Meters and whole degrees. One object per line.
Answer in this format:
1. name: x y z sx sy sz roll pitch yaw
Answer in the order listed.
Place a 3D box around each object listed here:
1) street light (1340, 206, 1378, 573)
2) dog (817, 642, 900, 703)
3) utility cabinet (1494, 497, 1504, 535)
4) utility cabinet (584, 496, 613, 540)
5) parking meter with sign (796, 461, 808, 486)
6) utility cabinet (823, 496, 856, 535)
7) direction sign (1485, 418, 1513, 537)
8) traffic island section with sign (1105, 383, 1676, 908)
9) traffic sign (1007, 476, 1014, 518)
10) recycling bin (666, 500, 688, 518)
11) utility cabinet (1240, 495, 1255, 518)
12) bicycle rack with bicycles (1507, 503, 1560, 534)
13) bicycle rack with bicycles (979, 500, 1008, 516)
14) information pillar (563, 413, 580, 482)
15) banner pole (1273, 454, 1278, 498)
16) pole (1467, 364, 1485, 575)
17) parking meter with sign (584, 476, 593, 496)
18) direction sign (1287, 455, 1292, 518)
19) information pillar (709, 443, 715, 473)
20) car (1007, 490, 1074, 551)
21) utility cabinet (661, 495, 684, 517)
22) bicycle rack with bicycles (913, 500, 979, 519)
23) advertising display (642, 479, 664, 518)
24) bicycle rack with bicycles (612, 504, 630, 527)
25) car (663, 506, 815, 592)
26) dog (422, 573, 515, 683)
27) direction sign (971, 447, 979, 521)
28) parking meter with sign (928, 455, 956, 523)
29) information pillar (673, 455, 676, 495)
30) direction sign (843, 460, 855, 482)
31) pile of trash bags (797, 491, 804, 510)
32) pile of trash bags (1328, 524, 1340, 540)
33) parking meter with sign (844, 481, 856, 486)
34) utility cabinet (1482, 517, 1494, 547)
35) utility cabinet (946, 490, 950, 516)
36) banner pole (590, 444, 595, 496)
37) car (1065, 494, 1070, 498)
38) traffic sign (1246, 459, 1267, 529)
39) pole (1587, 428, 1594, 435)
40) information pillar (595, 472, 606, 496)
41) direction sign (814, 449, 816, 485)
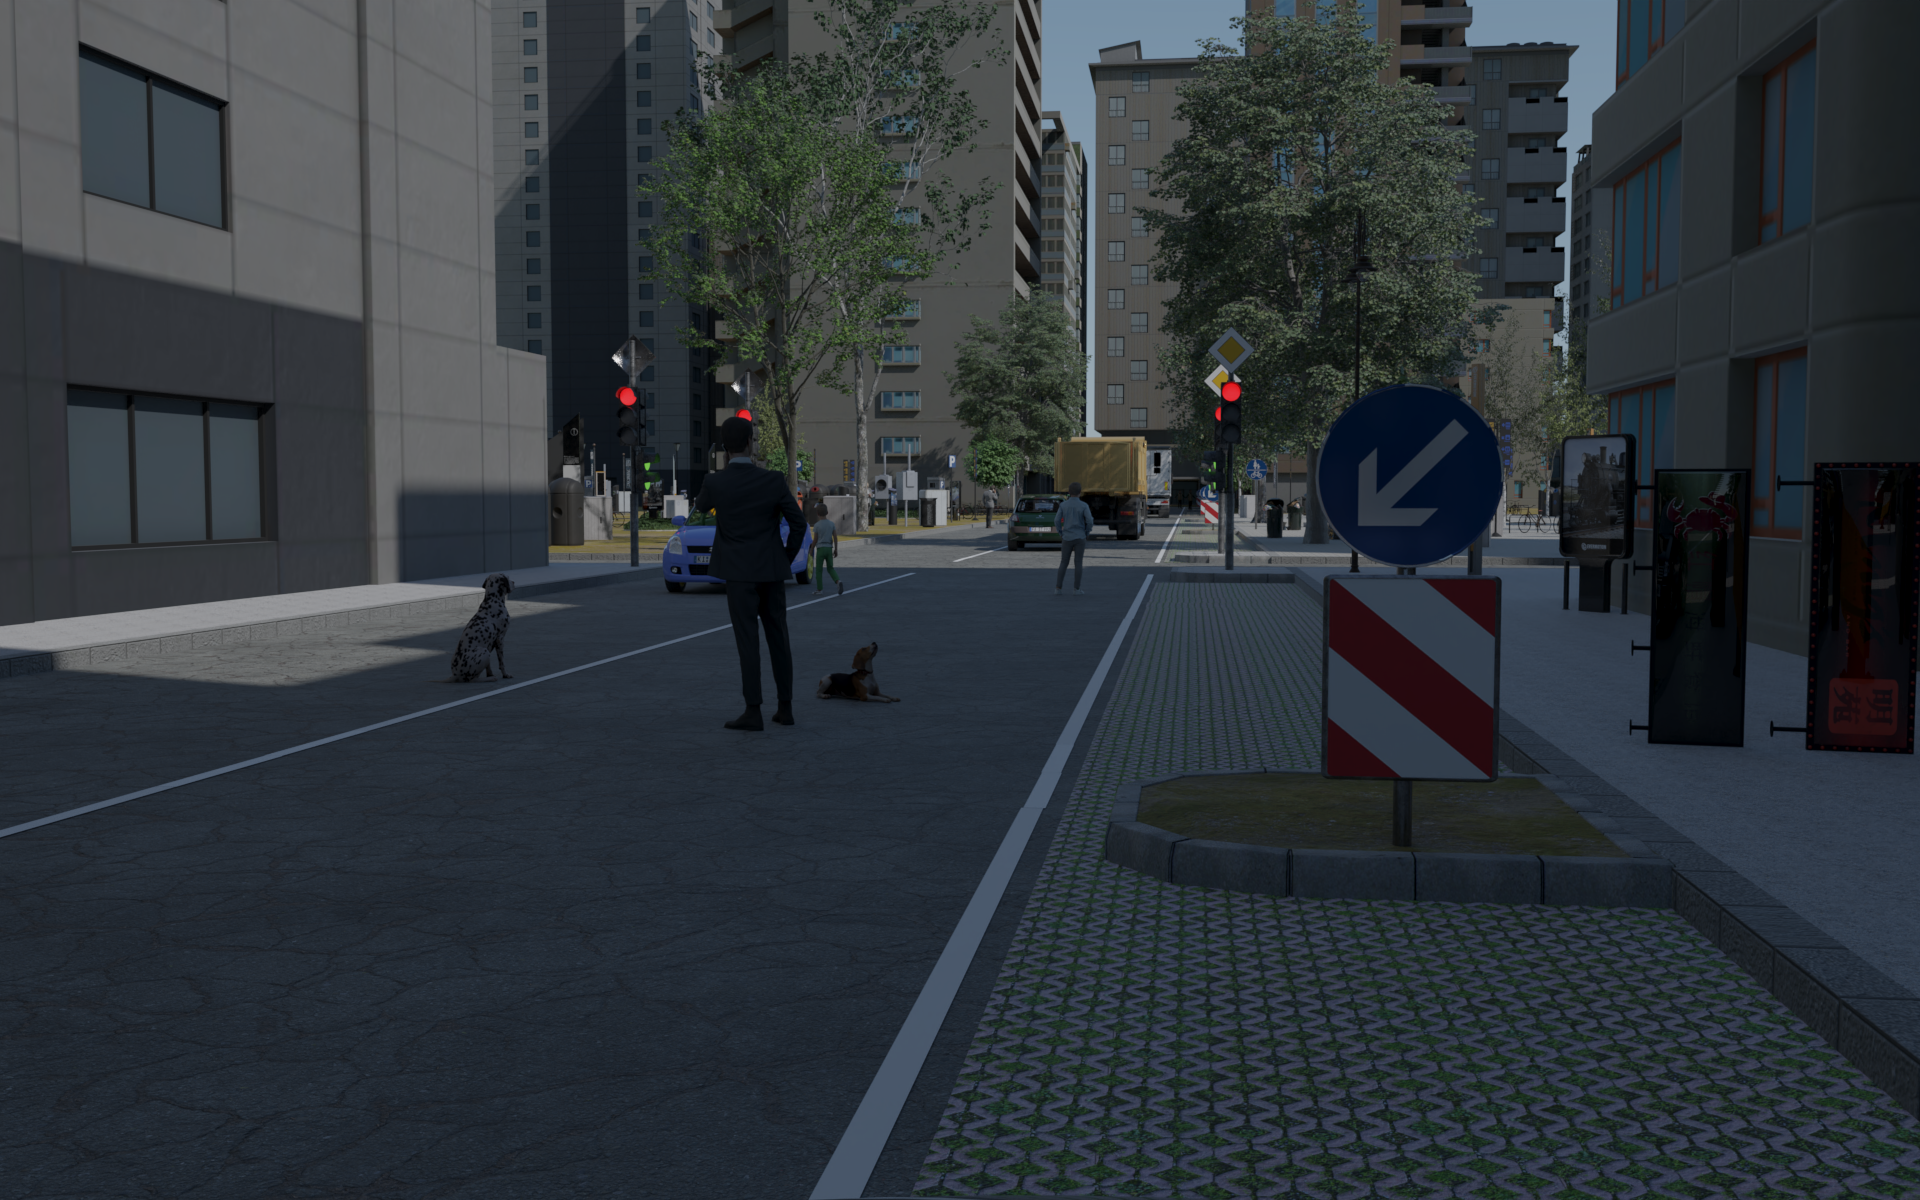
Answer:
1. street light: 6.456 -3.386 28.152 0.468 5.910 1.993 0 4 8
2. dog: -0.732 0.490 12.182 0.550 0.427 0.748 -1 4 -11
3. utility cabinet: 16.314 -2.606 53.766 1.020 1.237 0.306 0 4 4
4. utility cabinet: -10.275 -2.286 48.545 1.020 1.237 0.306 -1 4 -19
5. parking meter with sign: -8.276 -5.791 90.940 0.543 3.016 1.738 1 4 13
6. utility cabinet: -3.829 -2.688 55.112 1.020 1.237 0.306 1 4 17
7. direction sign: 16.078 -3.663 51.893 0.876 3.537 0.379 -1 4 -12
8. traffic island section with sign: 1.609 0.099 7.008 1.989 1.847 2.006 0 4 8
9. traffic sign: 2.660 -5.636 94.285 0.606 2.300 0.079 1 4 17
10. recycling bin: -12.385 -3.871 75.848 0.722 1.027 0.722 -3 5 -44
11. utility cabinet: 15.568 -5.051 93.745 1.020 1.237 0.306 -3 5 -43
12. bicycle rack with bicycles: 19.443 -2.645 56.620 2.925 0.926 2.852 -3 5 -40
13. bicycle rack with bicycles: 1.593 -5.481 102.988 2.925 0.926 2.852 0 4 -7
14. information pillar: -11.170 -3.581 49.899 0.504 3.616 0.183 0 4 -7
15. banner pole: 16.337 -6.094 89.661 0.401 3.779 0.863 0 4 -5
16. pole: 8.112 -2.040 27.200 0.158 3.312 0.155 0 3 0
17. parking meter with sign: -15.719 -4.669 72.606 0.543 3.016 1.738 -2 4 -34
18. direction sign: 17.422 -6.072 91.269 0.379 3.537 0.876 1 4 13
19. information pillar: -11.441 -5.419 79.950 0.183 3.616 0.504 1 4 20
20. car: 2.201 -2.145 44.863 2.009 1.686 4.222 0 4 6
21. utility cabinet: -12.915 -4.071 77.727 1.020 1.237 0.306 -3 4 -37
22. bicycle rack with bicycles: -1.062 -4.513 87.165 2.925 0.926 2.852 1 4 22
23. advertising display: -12.888 -4.130 72.739 0.974 1.923 0.123 1 4 18
24. bicycle rack with bicycles: -14.063 -3.253 66.575 2.925 0.926 2.852 -3 5 -40
25. car: -3.327 -1.025 26.353 1.945 1.707 3.694 0 4 6
26. dog: -3.802 0.215 13.317 0.800 0.831 0.513 -1 4 -21
27. direction sign: 0.738 -5.623 83.935 0.379 3.537 0.876 1 4 9
28. parking meter with sign: -1.072 -5.018 78.303 1.738 3.016 0.543 2 4 33
29. information pillar: -16.954 -6.823 102.915 0.183 3.616 0.504 -1 4 -16
30. direction sign: -7.294 -7.453 113.854 0.876 3.537 0.379 -3 4 -38
31. pile of trash bags: -5.786 -2.677 53.514 1.912 1.369 3.447 1 4 22
32. pile of trash bags: 12.120 -2.378 48.633 3.447 1.369 1.912 0 4 1
33. parking meter with sign: -6.527 -6.528 102.994 1.738 3.016 0.543 2 4 25
34. utility cabinet: 12.347 -1.889 42.042 1.020 1.237 0.306 2 4 25
35. utility cabinet: -1.164 -5.604 100.311 1.173 1.500 0.318 2 4 27
36. banner pole: -18.170 -5.858 85.801 0.401 3.779 0.863 0 4 5
37. car: 6.470 -5.195 96.732 2.131 1.459 4.920 0 4 7
38. traffic sign: 10.763 -3.840 62.894 0.768 2.556 0.104 1 4 12
39. pole: 19.583 -3.674 53.920 0.158 3.312 0.155 0 3 0
40. information pillar: -11.773 -3.194 56.721 0.304 2.012 0.304 -1 4 -17
41. direction sign: -7.266 -5.795 86.749 0.379 3.537 0.876 0 4 -1
